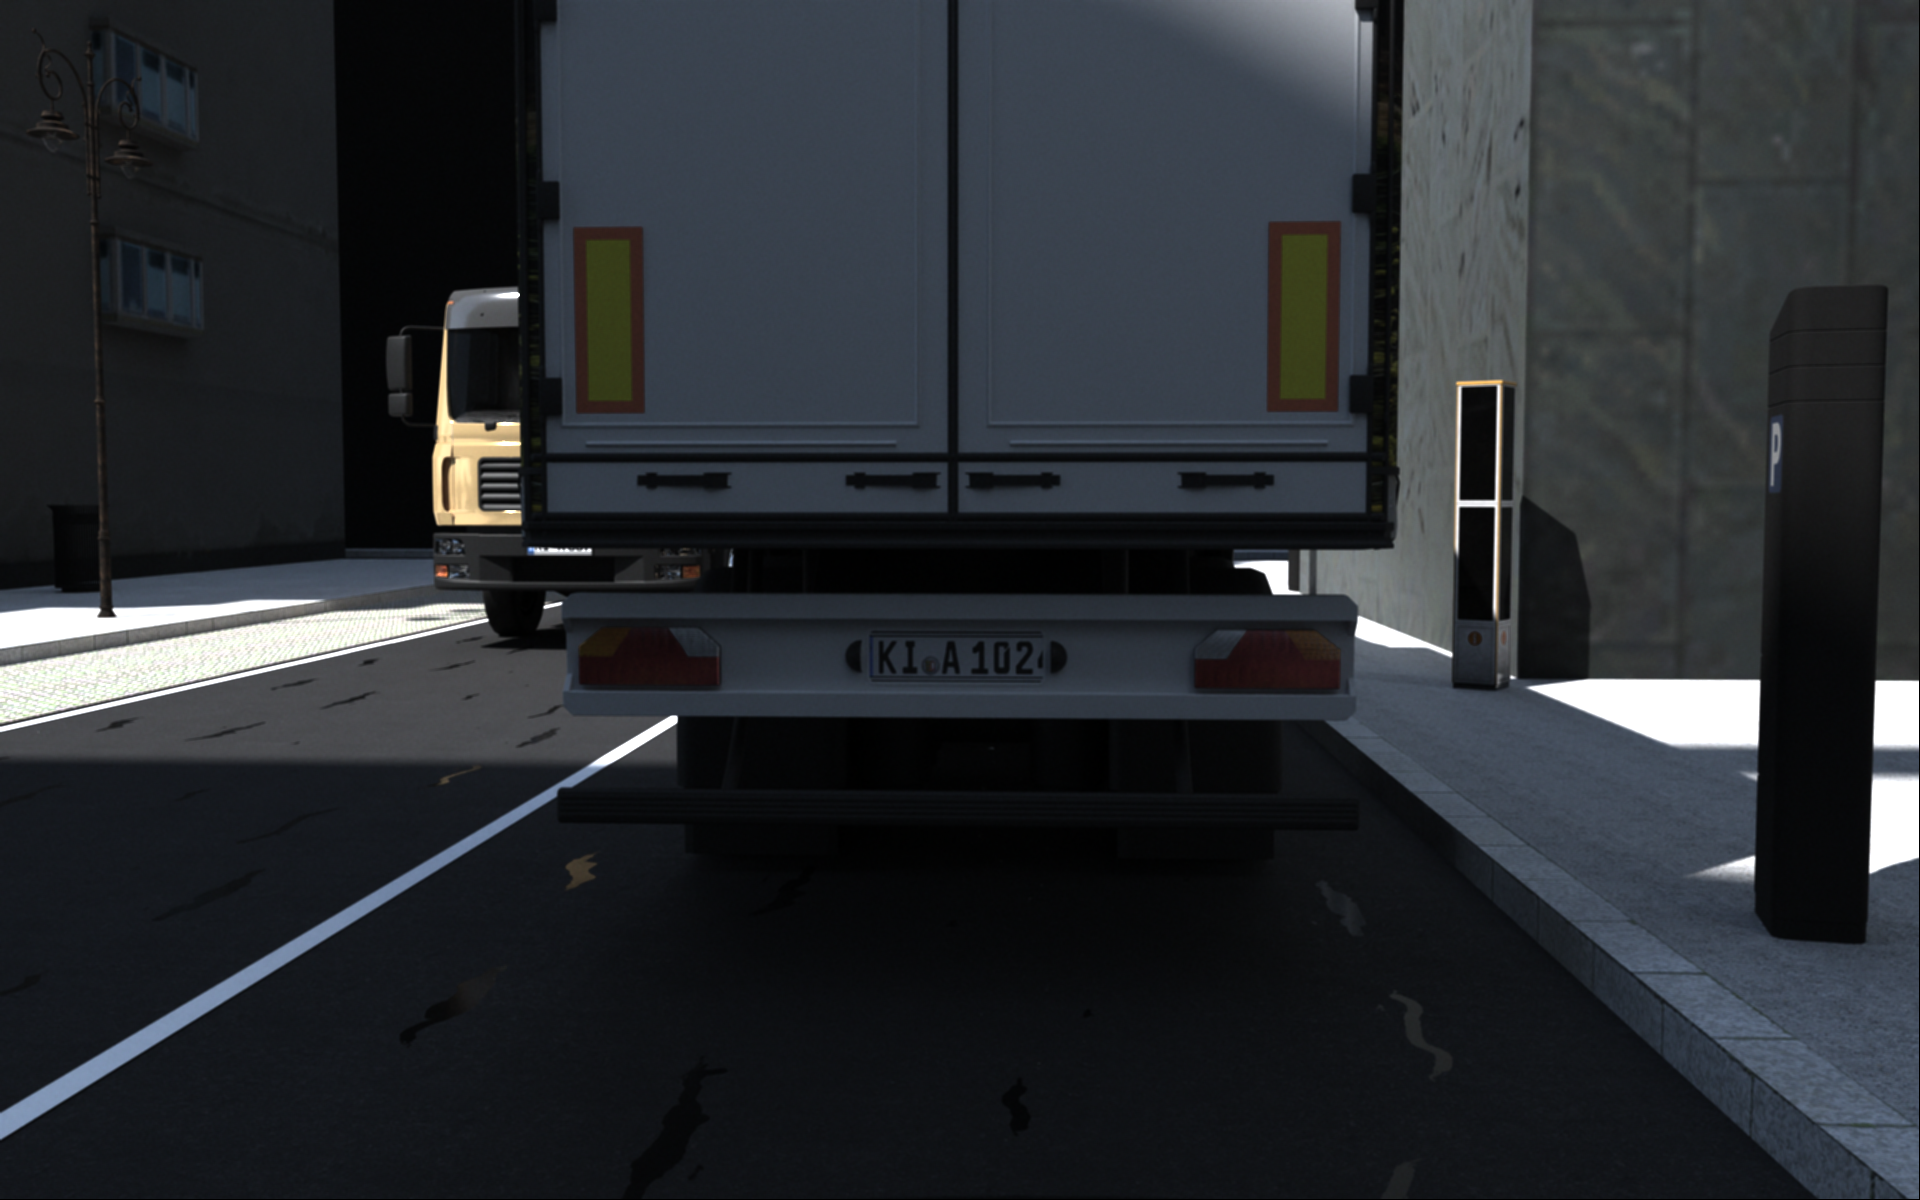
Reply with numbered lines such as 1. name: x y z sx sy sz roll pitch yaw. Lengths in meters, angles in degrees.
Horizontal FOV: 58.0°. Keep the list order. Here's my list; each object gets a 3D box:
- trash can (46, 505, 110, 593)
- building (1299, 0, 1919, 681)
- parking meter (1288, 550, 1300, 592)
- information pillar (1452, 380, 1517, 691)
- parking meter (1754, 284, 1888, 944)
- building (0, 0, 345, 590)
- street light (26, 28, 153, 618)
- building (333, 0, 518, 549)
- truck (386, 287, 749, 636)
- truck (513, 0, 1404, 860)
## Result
1. trash can: -11.550 -0.677 22.725 0.748 1.137 0.748 0 3 0
2. building: 14.772 -42.273 3.831 22.319 86.520 31.000 0 4 3
3. parking meter: 4.518 -1.052 22.913 0.255 1.863 0.399 0 4 -6
4. information pillar: 3.454 -0.424 11.417 0.304 2.012 0.304 2 4 35
5. parking meter: 2.519 0.038 5.088 0.255 1.863 0.399 1 4 16
6. building: -23.253 -24.416 22.901 21.600 48.544 21.300 0 4 3
7. street light: -8.885 -2.756 17.856 0.468 5.910 1.993 0 4 3
8. building: -13.914 -13.346 47.892 12.332 23.373 15.834 0 4 3
9. truck: -3.340 -1.447 19.590 3.469 3.379 9.791 0 4 4
10. truck: 0.258 -1.306 10.261 2.839 4.237 11.283 0 4 3
